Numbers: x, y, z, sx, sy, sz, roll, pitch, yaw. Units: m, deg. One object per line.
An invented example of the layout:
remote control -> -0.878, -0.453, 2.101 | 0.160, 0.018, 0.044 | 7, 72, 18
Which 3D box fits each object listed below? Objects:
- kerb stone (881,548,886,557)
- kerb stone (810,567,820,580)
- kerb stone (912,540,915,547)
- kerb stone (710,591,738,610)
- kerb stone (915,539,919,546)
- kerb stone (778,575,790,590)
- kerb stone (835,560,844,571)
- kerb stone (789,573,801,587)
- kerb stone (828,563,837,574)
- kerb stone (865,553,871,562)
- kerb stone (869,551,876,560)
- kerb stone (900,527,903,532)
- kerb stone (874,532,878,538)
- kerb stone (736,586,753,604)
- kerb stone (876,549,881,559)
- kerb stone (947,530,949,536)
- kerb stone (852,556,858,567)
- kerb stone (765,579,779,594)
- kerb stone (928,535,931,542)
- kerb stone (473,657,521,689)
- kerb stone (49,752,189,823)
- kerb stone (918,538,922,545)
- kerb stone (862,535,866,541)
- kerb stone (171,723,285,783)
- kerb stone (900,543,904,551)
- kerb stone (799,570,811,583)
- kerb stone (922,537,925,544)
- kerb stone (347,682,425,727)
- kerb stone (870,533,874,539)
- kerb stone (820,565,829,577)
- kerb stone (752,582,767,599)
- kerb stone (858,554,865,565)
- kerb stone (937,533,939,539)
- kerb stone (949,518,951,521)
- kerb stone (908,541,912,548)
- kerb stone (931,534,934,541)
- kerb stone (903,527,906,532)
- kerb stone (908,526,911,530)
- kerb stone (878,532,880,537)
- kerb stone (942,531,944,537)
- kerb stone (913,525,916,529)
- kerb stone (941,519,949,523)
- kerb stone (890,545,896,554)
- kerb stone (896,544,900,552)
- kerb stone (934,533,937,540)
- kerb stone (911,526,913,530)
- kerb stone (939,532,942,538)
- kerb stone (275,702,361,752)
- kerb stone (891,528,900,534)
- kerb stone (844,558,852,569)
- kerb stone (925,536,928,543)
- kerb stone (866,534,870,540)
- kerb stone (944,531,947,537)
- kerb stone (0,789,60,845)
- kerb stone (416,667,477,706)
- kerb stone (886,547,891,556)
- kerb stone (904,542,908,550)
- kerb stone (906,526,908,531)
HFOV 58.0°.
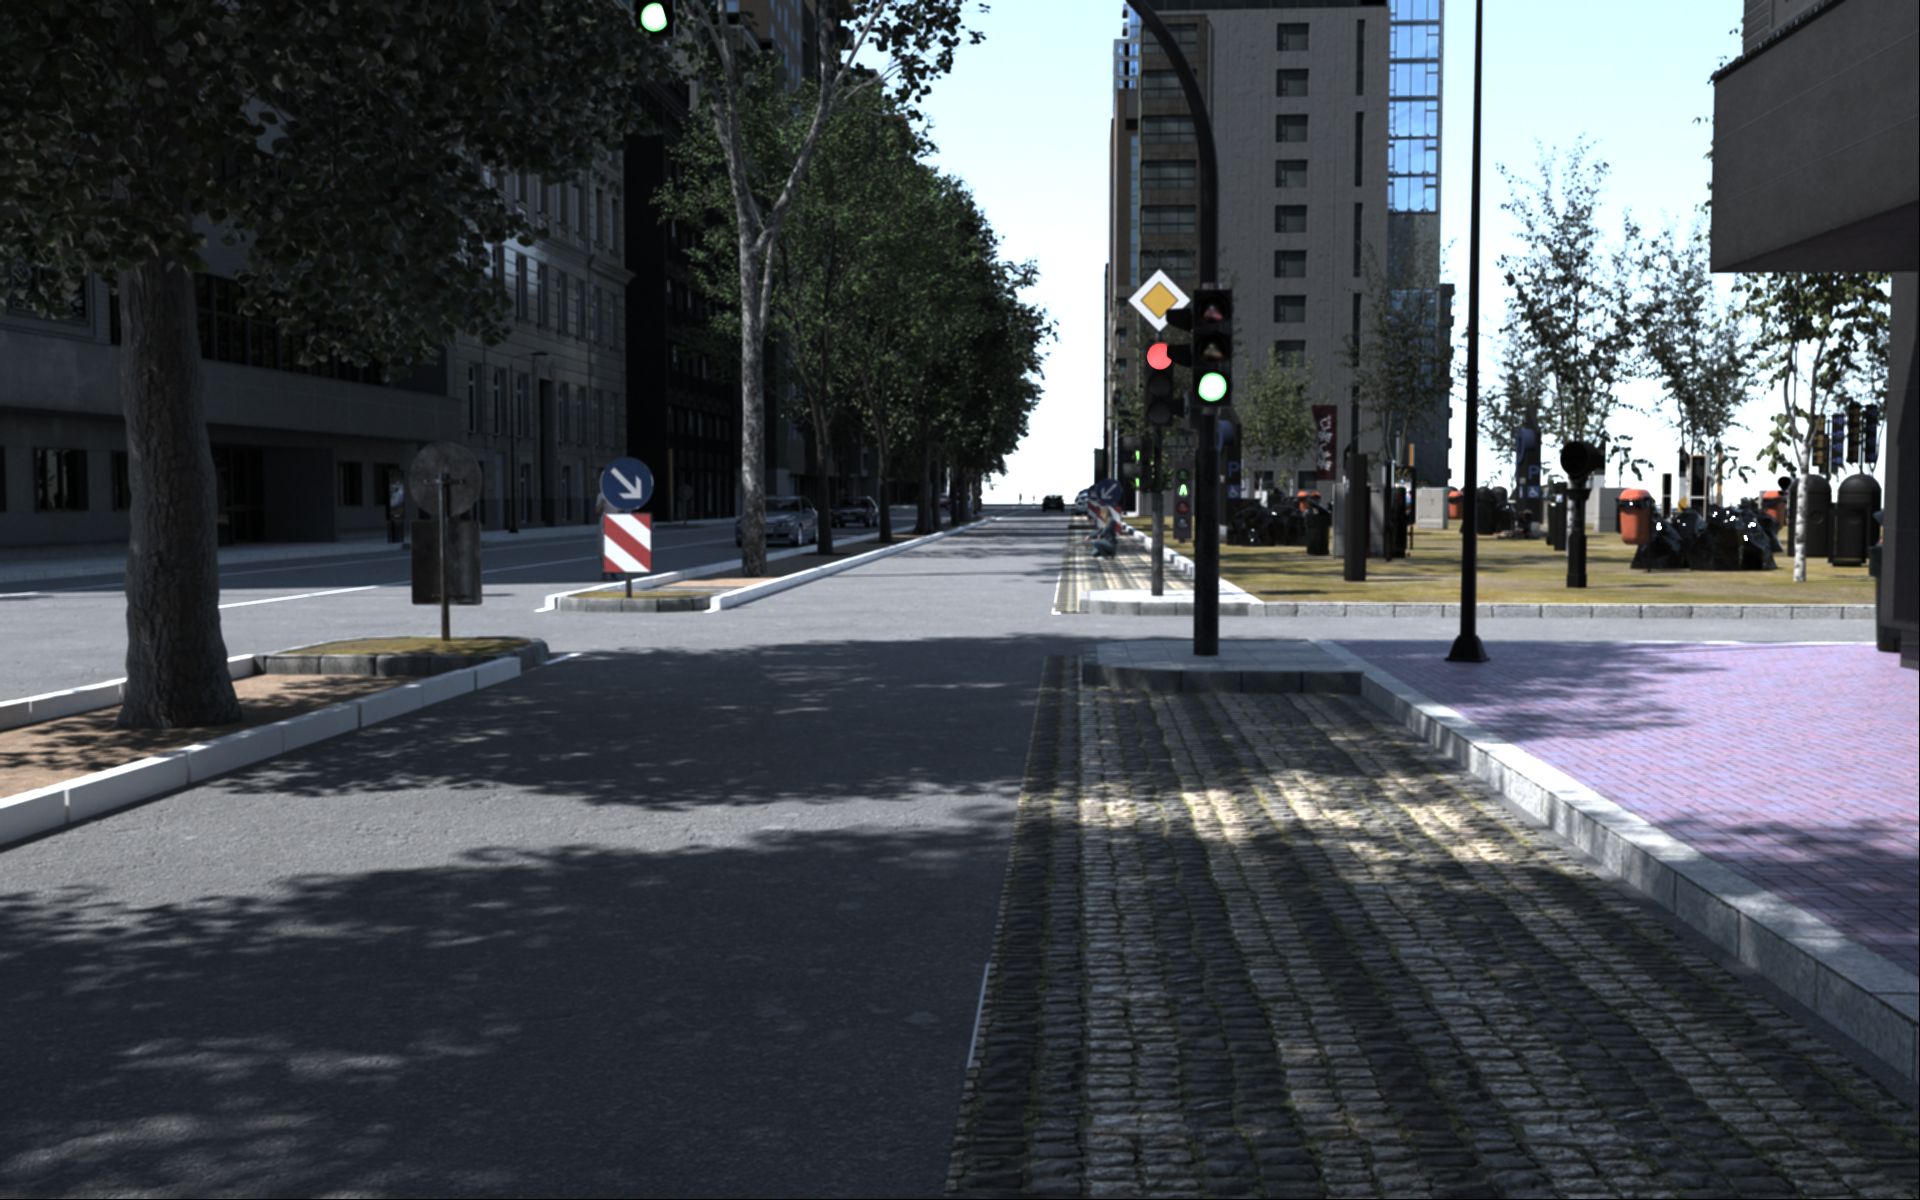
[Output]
kerb stone -> -1.851, -1.046, 39.301 | 0.120, 0.150, 1.000 | 0, 4, 4
kerb stone -> -2.525, -0.419, 29.078 | 0.120, 0.150, 1.000 | 0, 4, 4
kerb stone -> -1.378, -1.479, 46.460 | 0.120, 0.150, 1.000 | 0, 4, 4
kerb stone -> -2.994, 0.017, 21.910 | 0.120, 0.150, 1.000 | 0, 4, 4
kerb stone -> -1.304, -1.541, 47.479 | 0.120, 0.150, 1.000 | 0, 4, 4
kerb stone -> -2.726, -0.233, 26.005 | 0.120, 0.150, 1.000 | 0, 4, 4
kerb stone -> -2.324, -0.606, 32.149 | 0.120, 0.150, 1.000 | 0, 4, 4
kerb stone -> -2.660, -0.296, 27.030 | 0.120, 0.150, 1.000 | 0, 4, 4
kerb stone -> -2.385, -0.543, 31.118 | 0.120, 0.150, 1.000 | 0, 4, 4
kerb stone -> -2.043, -0.859, 36.238 | 0.120, 0.150, 1.000 | 0, 4, 4
kerb stone -> -1.980, -0.921, 37.258 | 0.120, 0.150, 1.000 | 0, 4, 4
kerb stone -> -2.315, -2.558, 64.033 | 0.120, 0.150, 1.000 | 0, 4, 4
kerb stone -> -2.857, -2.059, 55.866 | 0.120, 0.150, 1.000 | 0, 4, 4
kerb stone -> -2.925, -0.045, 22.938 | 0.120, 0.150, 1.000 | 0, 4, 4
kerb stone -> -1.913, -0.984, 38.281 | 0.120, 0.150, 1.000 | 0, 4, 4
kerb stone -> -0.553, -2.222, 58.720 | 0.120, 0.150, 1.000 | 0, 4, 4
kerb stone -> -2.182, -0.734, 34.199 | 0.120, 0.150, 1.000 | 0, 4, 4
kerb stone -> -2.794, -0.171, 24.985 | 0.120, 0.150, 1.000 | 0, 4, 4
kerb stone -> -1.039, -1.796, 51.558 | 0.120, 0.150, 1.000 | 0, 4, 4
kerb stone -> -3.565, 0.558, 13.188 | 0.120, 0.150, 1.000 | 0, 4, 4
kerb stone -> -3.909, 0.867, 8.049 | 0.120, 0.150, 1.000 | 0, 4, 4
kerb stone -> -1.232, -1.609, 48.499 | 0.120, 0.150, 1.000 | 0, 4, 4
kerb stone -> -3.052, -1.872, 52.797 | 0.120, 0.150, 1.000 | 0, 4, 4
kerb stone -> -3.841, 0.802, 9.089 | 0.120, 0.150, 1.000 | 0, 4, 4
kerb stone -> -1.579, -1.296, 43.387 | 0.120, 0.150, 1.000 | 0, 4, 4
kerb stone -> -2.588, -0.358, 28.050 | 0.120, 0.150, 1.000 | 0, 4, 4
kerb stone -> -1.170, -1.671, 49.519 | 0.120, 0.150, 1.000 | 0, 4, 4
kerb stone -> -3.703, 0.676, 11.138 | 0.120, 0.150, 1.000 | 0, 4, 4
kerb stone -> -2.920, -1.994, 54.846 | 0.120, 0.150, 1.000 | 0, 4, 4
kerb stone -> -2.452, -0.483, 30.098 | 0.120, 0.150, 1.000 | 0, 4, 4
kerb stone -> -2.857, -0.108, 23.958 | 0.120, 0.150, 1.000 | 0, 4, 4
kerb stone -> -2.114, -0.793, 35.219 | 0.120, 0.150, 1.000 | 0, 4, 4
kerb stone -> -0.832, -1.980, 54.625 | 0.120, 0.150, 1.000 | 0, 4, 4
kerb stone -> -0.702, -4.057, 88.545 | 0.120, 0.150, 1.000 | 0, 4, 4
kerb stone -> -1.436, -1.417, 45.434 | 0.120, 0.150, 1.000 | 0, 4, 4
kerb stone -> -0.968, -1.858, 52.578 | 0.120, 0.150, 1.000 | 0, 4, 4
kerb stone -> -2.241, -2.620, 65.052 | 0.120, 0.150, 1.000 | 0, 4, 4
kerb stone -> -2.108, -2.746, 67.092 | 0.120, 0.150, 1.000 | 0, 4, 4
kerb stone -> -2.781, -2.122, 56.885 | 0.120, 0.150, 1.000 | 0, 4, 4
kerb stone -> -0.699, -2.107, 56.666 | 0.120, 0.150, 1.000 | 0, 4, 4
kerb stone -> -1.977, -2.871, 69.138 | 0.120, 0.150, 1.000 | 0, 4, 4
kerb stone -> -0.763, -3.996, 87.522 | 0.120, 0.150, 1.000 | 0, 4, 4
kerb stone -> -1.707, -1.171, 41.343 | 0.120, 0.150, 1.000 | 0, 4, 4
kerb stone -> -1.644, -1.234, 42.363 | 0.120, 0.150, 1.000 | 0, 4, 4
kerb stone -> -0.899, -1.921, 53.597 | 0.120, 0.150, 1.000 | 0, 4, 4
kerb stone -> -2.046, -2.808, 68.112 | 0.120, 0.150, 1.000 | 0, 4, 4
kerb stone -> -0.753, -2.046, 55.644 | 0.120, 0.150, 1.000 | 0, 4, 4
kerb stone -> -3.781, 0.746, 10.117 | 0.120, 0.150, 1.000 | 0, 4, 4
kerb stone -> -2.381, -2.496, 63.013 | 0.120, 0.150, 1.000 | 0, 4, 4
kerb stone -> -2.245, -0.671, 33.169 | 0.120, 0.150, 1.000 | 0, 4, 4
kerb stone -> -1.102, -1.733, 50.538 | 0.120, 0.150, 1.000 | 0, 4, 4
kerb stone -> -2.985, -1.934, 53.823 | 0.120, 0.150, 1.000 | 0, 4, 4
kerb stone -> -0.622, -2.171, 57.692 | 0.120, 0.150, 1.000 | 0, 4, 4
kerb stone -> -3.980, 0.928, 7.029 | 0.120, 0.150, 1.000 | 0, 4, 4
kerb stone -> -3.643, 0.613, 12.168 | 0.120, 0.150, 1.000 | 0, 4, 4
kerb stone -> -1.778, -1.107, 40.320 | 0.120, 0.150, 1.000 | 0, 4, 4
kerb stone -> -1.510, -1.359, 44.407 | 0.120, 0.150, 1.000 | 0, 4, 4
kerb stone -> -2.179, -2.684, 66.072 | 0.120, 0.150, 1.000 | 0, 4, 4
